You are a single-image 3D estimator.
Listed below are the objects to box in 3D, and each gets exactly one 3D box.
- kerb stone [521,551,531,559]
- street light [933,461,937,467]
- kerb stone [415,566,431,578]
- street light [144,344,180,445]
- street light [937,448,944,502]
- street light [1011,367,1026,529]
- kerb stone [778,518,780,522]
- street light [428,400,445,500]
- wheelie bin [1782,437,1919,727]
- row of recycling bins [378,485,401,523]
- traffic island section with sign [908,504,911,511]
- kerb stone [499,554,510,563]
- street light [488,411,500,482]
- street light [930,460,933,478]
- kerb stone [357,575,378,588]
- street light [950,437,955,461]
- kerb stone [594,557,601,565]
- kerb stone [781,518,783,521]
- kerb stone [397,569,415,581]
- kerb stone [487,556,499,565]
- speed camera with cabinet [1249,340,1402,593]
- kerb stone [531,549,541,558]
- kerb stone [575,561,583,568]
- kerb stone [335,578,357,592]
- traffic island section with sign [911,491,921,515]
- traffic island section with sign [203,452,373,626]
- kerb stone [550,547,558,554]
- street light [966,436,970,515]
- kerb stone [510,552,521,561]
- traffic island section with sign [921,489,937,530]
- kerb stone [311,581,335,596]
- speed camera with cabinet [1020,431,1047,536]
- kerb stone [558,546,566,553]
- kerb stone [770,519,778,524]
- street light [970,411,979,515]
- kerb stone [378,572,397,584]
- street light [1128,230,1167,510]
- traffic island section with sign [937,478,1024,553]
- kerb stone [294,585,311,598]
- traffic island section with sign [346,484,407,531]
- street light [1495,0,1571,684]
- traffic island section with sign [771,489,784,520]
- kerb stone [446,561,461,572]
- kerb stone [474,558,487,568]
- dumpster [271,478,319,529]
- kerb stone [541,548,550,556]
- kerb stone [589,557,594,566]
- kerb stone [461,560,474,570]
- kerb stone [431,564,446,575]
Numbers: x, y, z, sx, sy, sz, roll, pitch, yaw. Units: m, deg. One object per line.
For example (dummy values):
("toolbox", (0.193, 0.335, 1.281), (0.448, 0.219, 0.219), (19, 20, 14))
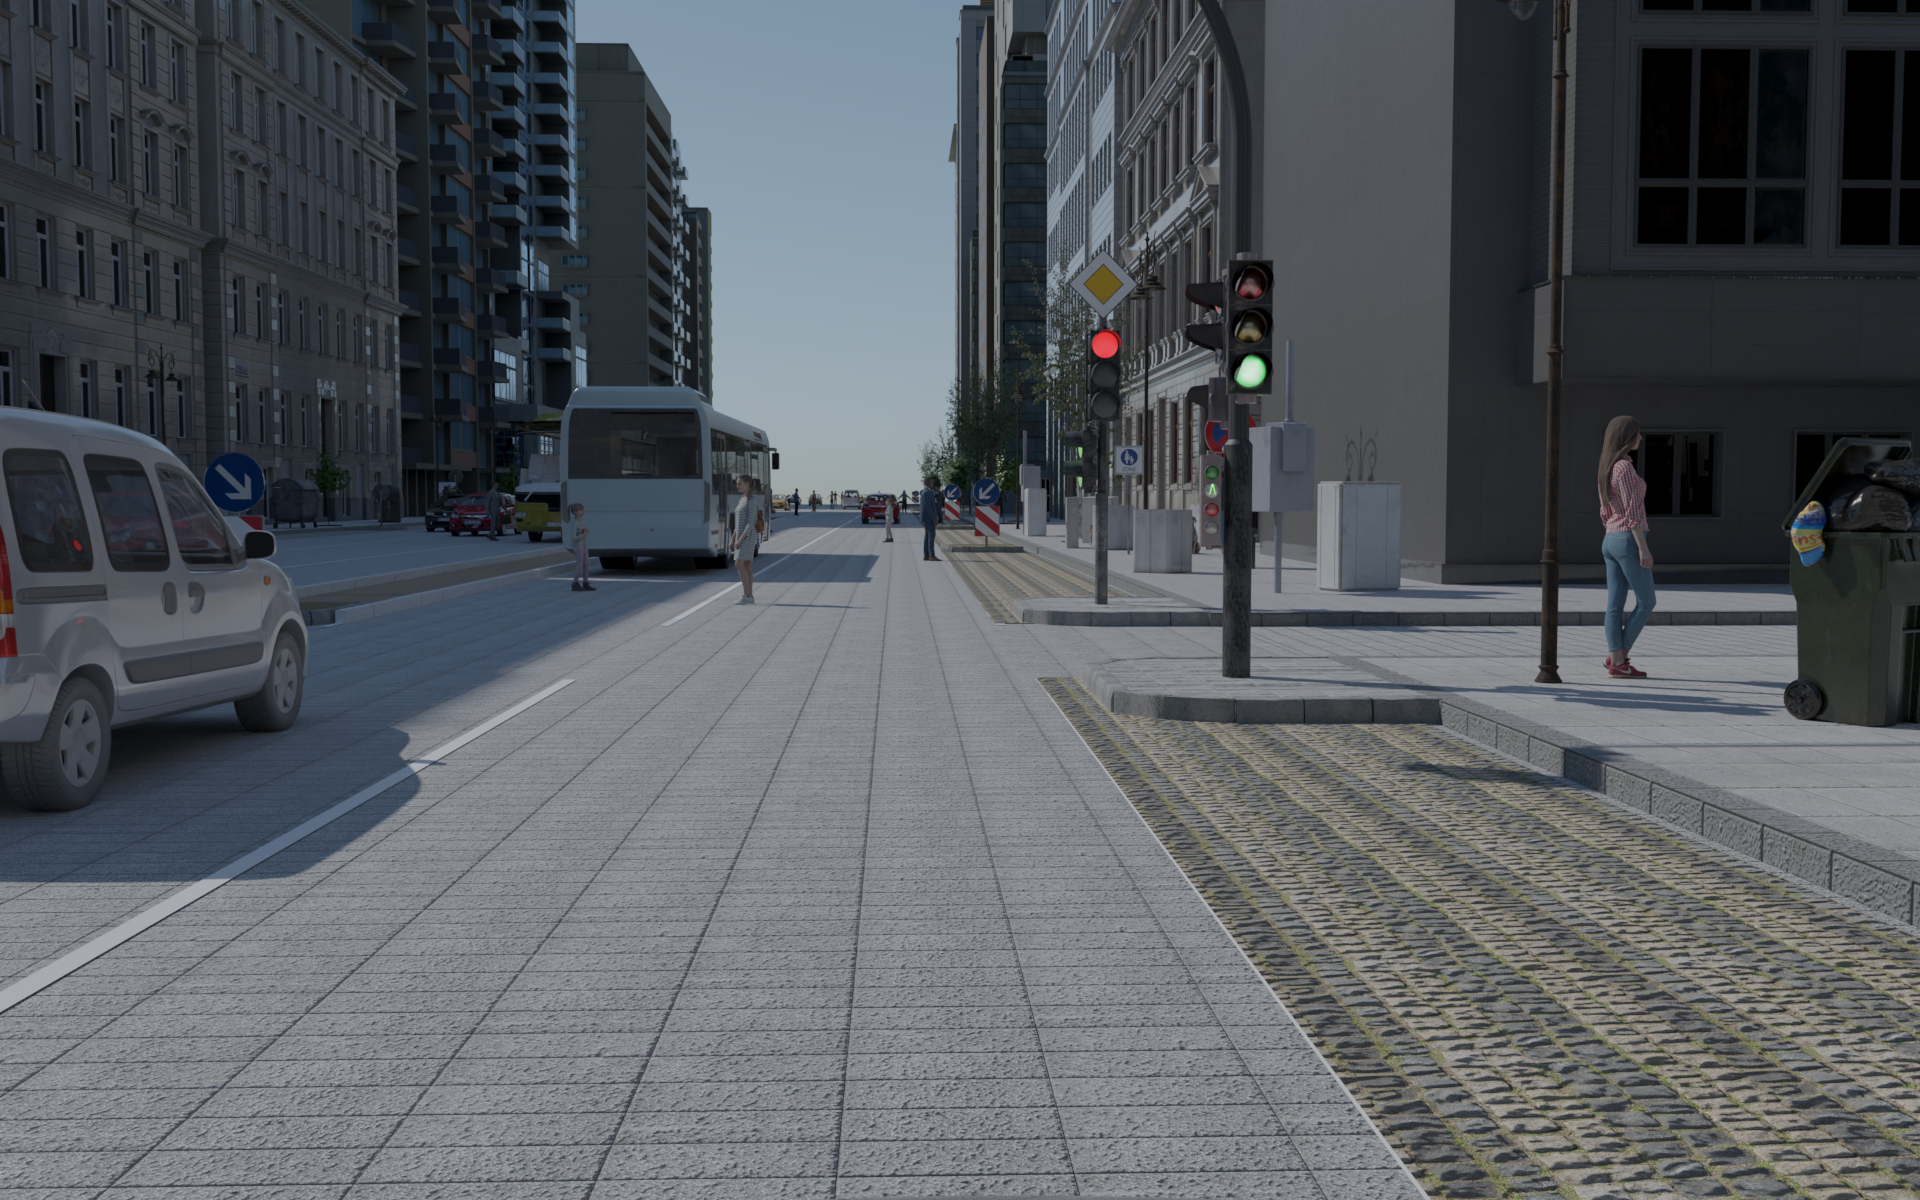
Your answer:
("kerb stone", (-9.612, -0.963, 37.940), (0.120, 0.150, 1.000), (0, 4, -2))
("street light", (-2.456, -13.334, 190.798), (0.468, 5.910, 1.993), (0, 4, -2))
("kerb stone", (-9.327, -0.461, 29.739), (0.120, 0.150, 1.000), (0, 4, -2))
("street light", (-24.508, -4.925, 53.308), (0.468, 5.910, 1.993), (0, 4, -2))
("street light", (-1.753, -12.147, 171.388), (0.468, 5.910, 1.993), (0, 4, -2))
("street light", (2.114, -5.527, 63.160), (0.468, 5.910, 1.993), (0, 4, -2))
("kerb stone", (-9.283, -3.973, 87.190), (0.120, 0.150, 1.000), (0, 4, -2))
("street light", (-25.656, -6.865, 85.026), (0.468, 5.910, 1.993), (0, 4, -2))
("wheelie bin", (5.160, -0.115, 9.790), (0.980, 1.594, 0.693), (-2, 4, -29))
("row of recycling bins", (-25.878, -4.373, 78.606), (1.069, 1.692, 3.534), (-1, 4, -19))
("traffic island section with sign", (-3.215, -8.446, 146.723), (1.989, 1.847, 2.006), (0, 4, -2))
("kerb stone", (-9.544, -0.834, 35.898), (0.120, 0.150, 1.000), (0, 4, -2))
("street light", (-26.040, -7.590, 96.879), (0.468, 5.910, 1.993), (0, 4, -2))
("street light", (-3.636, -15.275, 222.535), (0.468, 5.910, 1.993), (0, 4, -2))
("kerb stone", (-9.210, -0.274, 26.671), (0.120, 0.150, 1.000), (0, 4, -2))
("street light", (-0.605, -10.198, 139.521), (0.468, 5.910, 1.993), (0, 4, -2))
("kerb stone", (-7.401, -0.777, 34.968), (0.120, 0.150, 1.000), (0, 4, -2))
("kerb stone", (-9.361, -4.100, 89.249), (0.120, 0.150, 1.000), (0, 4, -2))
("kerb stone", (-9.286, -0.392, 28.718), (0.120, 0.150, 1.000), (0, 4, -2))
("kerb stone", (-9.508, -0.775, 34.875), (0.120, 0.150, 1.000), (0, 4, -2))
("speed camera with cabinet", (4.825, -1.743, 22.836), (2.038, 3.252, 0.660), (-1, 4, -22))
("kerb stone", (-9.657, -1.025, 38.968), (0.120, 0.150, 1.000), (0, 4, -2))
("kerb stone", (-7.333, -0.656, 32.915), (0.120, 0.150, 1.000), (0, 4, -2))
("kerb stone", (-9.181, -0.211, 25.645), (0.120, 0.150, 1.000), (0, 4, -2))
("traffic island section with sign", (-2.236, -6.789, 119.622), (1.989, 1.847, 2.006), (0, 4, -2))
("traffic island section with sign", (-7.912, -0.694, 19.491), (2.006, 1.907, 1.989), (0, 4, -2))
("kerb stone", (-9.730, -1.151, 41.015), (0.120, 0.150, 1.000), (0, 4, -2))
("street light", (0.625, -8.231, 107.365), (0.468, 5.910, 1.993), (0, 4, -2))
("kerb stone", (-9.581, -0.901, 36.919), (0.120, 0.150, 1.000), (0, 4, -2))
("traffic island section with sign", (-0.450, -3.753, 69.986), (1.989, 1.847, 2.006), (0, 4, -2))
("kerb stone", (-9.145, -0.146, 24.622), (0.120, 0.150, 1.000), (0, 4, -2))
("speed camera with cabinet", (2.266, -3.608, 53.321), (0.660, 3.252, 2.038), (0, 4, -4))
("kerb stone", (-9.773, -1.212, 42.038), (0.120, 0.150, 1.000), (0, 4, -2))
("kerb stone", (-9.251, -3.906, 86.169), (0.120, 0.150, 1.000), (0, 4, -2))
("street light", (0.950, -7.467, 94.878), (0.468, 5.910, 1.993), (0, 4, -2))
("kerb stone", (-9.252, -0.332, 27.692), (0.120, 0.150, 1.000), (0, 4, -2))
("street light", (3.299, -3.540, 30.668), (0.468, 5.910, 1.993), (0, 4, -2))
("traffic island section with sign", (0.520, -2.105, 43.048), (1.989, 1.847, 2.006), (0, 4, -2))
("kerb stone", (-9.104, -0.085, 23.592), (0.120, 0.150, 1.000), (0, 4, -2))
("traffic island section with sign", (-23.026, -3.665, 68.549), (1.989, 1.847, 2.006), (0, 4, -2))
("street light", (4.009, -2.375, 11.622), (0.468, 5.910, 1.993), (0, 4, -2))
("traffic island section with sign", (-10.622, -5.287, 94.581), (2.006, 1.907, 1.989), (0, 4, -2))
("kerb stone", (-9.397, -0.586, 31.795), (0.120, 0.150, 1.000), (0, 4, -2))
("kerb stone", (-9.474, -0.709, 33.845), (0.120, 0.150, 1.000), (0, 4, -2))
("dumpster", (-24.889, -3.612, 64.816), (1.264, 1.857, 1.865), (0, 4, -2))
("kerb stone", (-9.691, -1.085, 39.991), (0.120, 0.150, 1.000), (0, 4, -2))
("kerb stone", (-7.378, -0.718, 33.942), (0.120, 0.150, 1.000), (0, 4, -2))
("kerb stone", (-9.439, -0.650, 32.820), (0.120, 0.150, 1.000), (0, 4, -2))
("kerb stone", (-9.361, -0.524, 30.769), (0.120, 0.150, 1.000), (0, 4, -2))
